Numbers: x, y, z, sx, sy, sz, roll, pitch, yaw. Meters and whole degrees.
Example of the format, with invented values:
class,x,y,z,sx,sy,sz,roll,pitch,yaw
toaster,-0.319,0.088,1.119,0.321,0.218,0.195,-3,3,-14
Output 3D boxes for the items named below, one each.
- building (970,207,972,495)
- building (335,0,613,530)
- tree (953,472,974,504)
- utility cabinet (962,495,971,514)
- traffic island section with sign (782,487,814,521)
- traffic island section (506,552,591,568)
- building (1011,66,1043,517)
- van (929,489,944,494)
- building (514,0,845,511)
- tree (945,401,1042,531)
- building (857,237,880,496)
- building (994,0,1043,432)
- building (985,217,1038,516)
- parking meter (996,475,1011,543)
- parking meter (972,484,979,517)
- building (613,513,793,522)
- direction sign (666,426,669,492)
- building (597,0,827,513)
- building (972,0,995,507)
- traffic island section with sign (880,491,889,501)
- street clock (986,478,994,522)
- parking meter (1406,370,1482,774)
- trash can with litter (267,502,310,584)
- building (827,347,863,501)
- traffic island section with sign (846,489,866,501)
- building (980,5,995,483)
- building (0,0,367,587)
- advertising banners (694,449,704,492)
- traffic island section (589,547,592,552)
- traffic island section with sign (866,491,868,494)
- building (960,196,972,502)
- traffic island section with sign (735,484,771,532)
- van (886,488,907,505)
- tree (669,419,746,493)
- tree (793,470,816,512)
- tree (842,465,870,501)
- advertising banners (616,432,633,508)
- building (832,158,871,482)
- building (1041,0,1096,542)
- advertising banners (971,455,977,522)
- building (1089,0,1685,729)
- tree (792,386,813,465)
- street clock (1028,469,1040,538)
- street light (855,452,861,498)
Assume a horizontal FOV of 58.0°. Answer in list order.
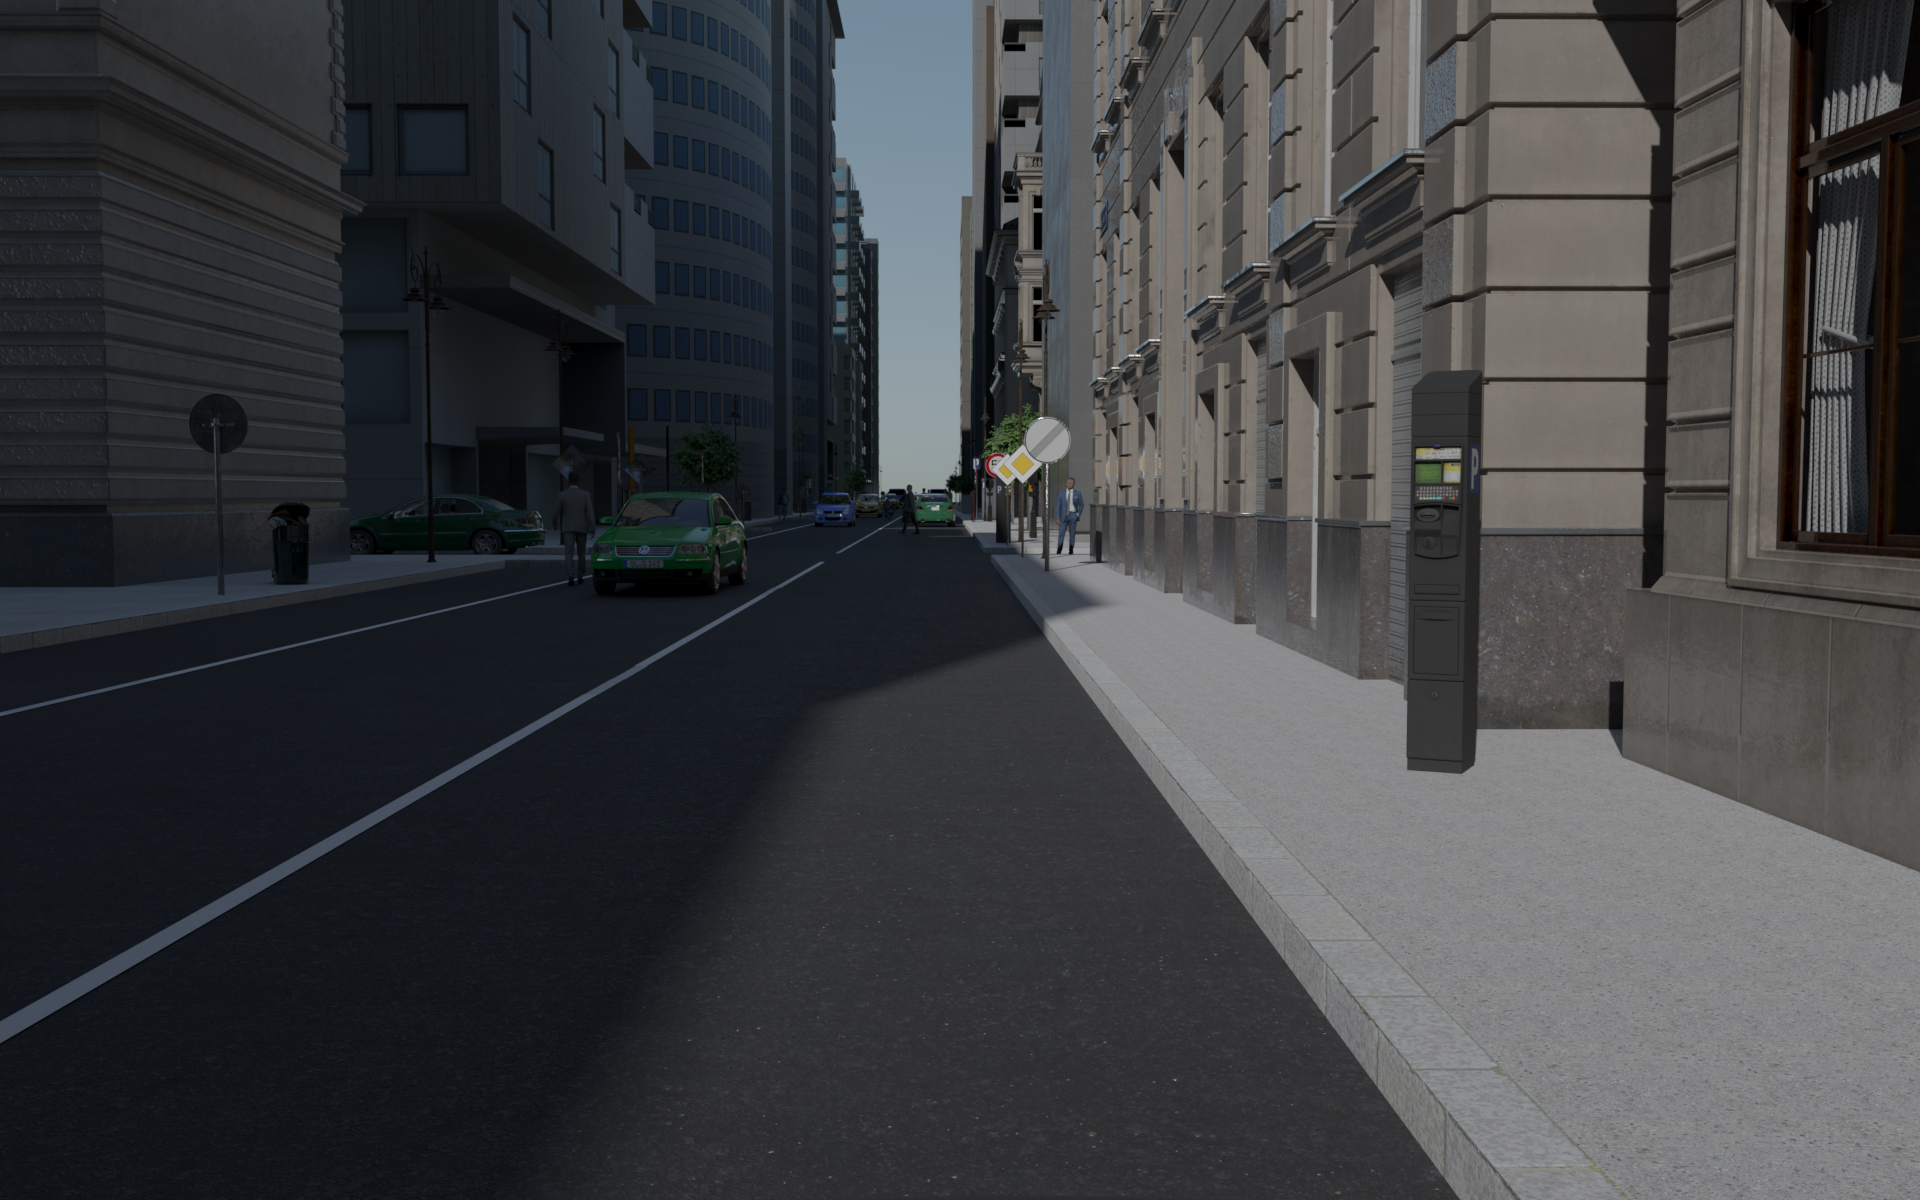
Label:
class,x,y,z,sx,sy,sz,roll,pitch,yaw
building,8.498,-34.550,248.486,14.154,41.232,14.086,0,4,-1
building,-25.163,-28.526,55.636,28.713,52.752,27.495,0,4,-1
tree,0.746,-8.900,140.120,1.663,3.219,1.824,0,3,0
utility cabinet,0.648,-6.170,112.038,1.020,1.237,0.306,0,4,1
traffic island section with sign,-8.490,-5.141,92.677,1.989,1.847,2.006,0,4,-1
traffic island section,-7.850,-0.780,35.034,2.009,0.180,2.903,0,4,-1
building,9.708,-16.013,80.889,14.460,24.649,34.723,0,4,-1
van,-2.775,-12.292,205.353,2.240,2.365,5.245,0,4,-2
building,-26.469,-35.769,174.065,28.713,52.752,27.495,0,4,-1
tree,2.351,-4.734,61.113,4.285,4.588,4.351,0,3,0
building,-19.834,-35.817,269.209,14.154,41.232,14.086,0,4,-1
building,16.491,-33.458,136.273,28.713,52.752,27.495,0,4,-1
building,7.072,-14.893,108.125,10.561,19.102,19.286,0,4,-1
parking meter,1.143,-2.428,45.414,0.255,1.863,0.399,-2,4,-35
parking meter,0.869,-5.621,97.620,0.399,1.863,0.255,0,4,4
building,-20.677,-33.596,91.297,21.231,58.520,28.212,0,4,-1
direction sign,-9.735,-4.020,57.719,0.379,3.537,0.876,-1,4,-14
building,-22.694,-36.924,145.703,21.231,58.520,28.212,0,4,-1
building,11.759,-38.923,178.387,21.231,58.520,28.212,0,4,-1
traffic island section with sign,-10.227,-14.886,252.015,1.989,1.847,2.006,0,4,-1
street clock,1.377,-4.611,79.966,0.358,2.002,0.471,-1,4,-20
parking meter,2.253,-0.143,8.057,0.255,1.863,0.399,2,4,27
trash can with litter,-9.673,-0.820,24.791,0.624,1.170,1.055,-2,4,-33
building,-26.651,-22.804,217.882,27.650,21.520,28.899,0,4,-1
traffic island section with sign,-9.028,-8.199,142.681,1.989,1.847,2.006,0,4,-1
building,9.091,-31.039,157.593,14.600,45.320,14.200,0,4,-1
building,-20.930,-12.166,27.799,19.941,23.489,11.050,0,4,-1
advertising banners,-10.079,-4.329,66.960,0.090,3.025,2.074,0,4,2
traffic island section,-7.938,-1.268,43.019,2.009,0.180,2.903,0,4,-1
traffic island section with sign,-9.337,-9.872,170.027,1.989,1.847,2.006,0,4,-1
building,10.778,-39.310,266.426,21.300,48.544,21.600,0,4,-1
traffic island section with sign,-8.199,-3.492,65.724,1.989,1.847,2.006,0,4,-1
van,-6.501,-10.759,180.300,2.240,2.365,5.245,0,4,1
tree,-11.096,-5.652,76.118,4.285,4.588,4.351,0,3,0
tree,-11.173,-8.090,126.878,1.663,3.219,1.824,0,3,0
tree,-11.721,-12.941,195.295,4.285,4.588,4.351,0,3,0
advertising banners,-9.605,-3.265,49.577,0.090,3.025,2.074,0,4,1
building,-25.008,-38.353,246.683,23.786,49.044,30.456,0,4,-1
building,17.721,-14.166,50.683,30.058,24.678,14.314,0,4,-1
advertising banners,0.632,-5.083,79.296,0.090,3.025,2.074,0,4,-5
building,8.288,-13.669,20.755,12.463,27.353,25.104,0,4,-1
tree,-11.433,-9.845,111.328,4.360,8.622,3.978,0,3,0
street clock,2.136,-2.793,50.239,0.358,2.002,0.471,1,4,10
street light,-11.729,-14.068,202.797,0.468,5.910,1.993,0,4,-1
